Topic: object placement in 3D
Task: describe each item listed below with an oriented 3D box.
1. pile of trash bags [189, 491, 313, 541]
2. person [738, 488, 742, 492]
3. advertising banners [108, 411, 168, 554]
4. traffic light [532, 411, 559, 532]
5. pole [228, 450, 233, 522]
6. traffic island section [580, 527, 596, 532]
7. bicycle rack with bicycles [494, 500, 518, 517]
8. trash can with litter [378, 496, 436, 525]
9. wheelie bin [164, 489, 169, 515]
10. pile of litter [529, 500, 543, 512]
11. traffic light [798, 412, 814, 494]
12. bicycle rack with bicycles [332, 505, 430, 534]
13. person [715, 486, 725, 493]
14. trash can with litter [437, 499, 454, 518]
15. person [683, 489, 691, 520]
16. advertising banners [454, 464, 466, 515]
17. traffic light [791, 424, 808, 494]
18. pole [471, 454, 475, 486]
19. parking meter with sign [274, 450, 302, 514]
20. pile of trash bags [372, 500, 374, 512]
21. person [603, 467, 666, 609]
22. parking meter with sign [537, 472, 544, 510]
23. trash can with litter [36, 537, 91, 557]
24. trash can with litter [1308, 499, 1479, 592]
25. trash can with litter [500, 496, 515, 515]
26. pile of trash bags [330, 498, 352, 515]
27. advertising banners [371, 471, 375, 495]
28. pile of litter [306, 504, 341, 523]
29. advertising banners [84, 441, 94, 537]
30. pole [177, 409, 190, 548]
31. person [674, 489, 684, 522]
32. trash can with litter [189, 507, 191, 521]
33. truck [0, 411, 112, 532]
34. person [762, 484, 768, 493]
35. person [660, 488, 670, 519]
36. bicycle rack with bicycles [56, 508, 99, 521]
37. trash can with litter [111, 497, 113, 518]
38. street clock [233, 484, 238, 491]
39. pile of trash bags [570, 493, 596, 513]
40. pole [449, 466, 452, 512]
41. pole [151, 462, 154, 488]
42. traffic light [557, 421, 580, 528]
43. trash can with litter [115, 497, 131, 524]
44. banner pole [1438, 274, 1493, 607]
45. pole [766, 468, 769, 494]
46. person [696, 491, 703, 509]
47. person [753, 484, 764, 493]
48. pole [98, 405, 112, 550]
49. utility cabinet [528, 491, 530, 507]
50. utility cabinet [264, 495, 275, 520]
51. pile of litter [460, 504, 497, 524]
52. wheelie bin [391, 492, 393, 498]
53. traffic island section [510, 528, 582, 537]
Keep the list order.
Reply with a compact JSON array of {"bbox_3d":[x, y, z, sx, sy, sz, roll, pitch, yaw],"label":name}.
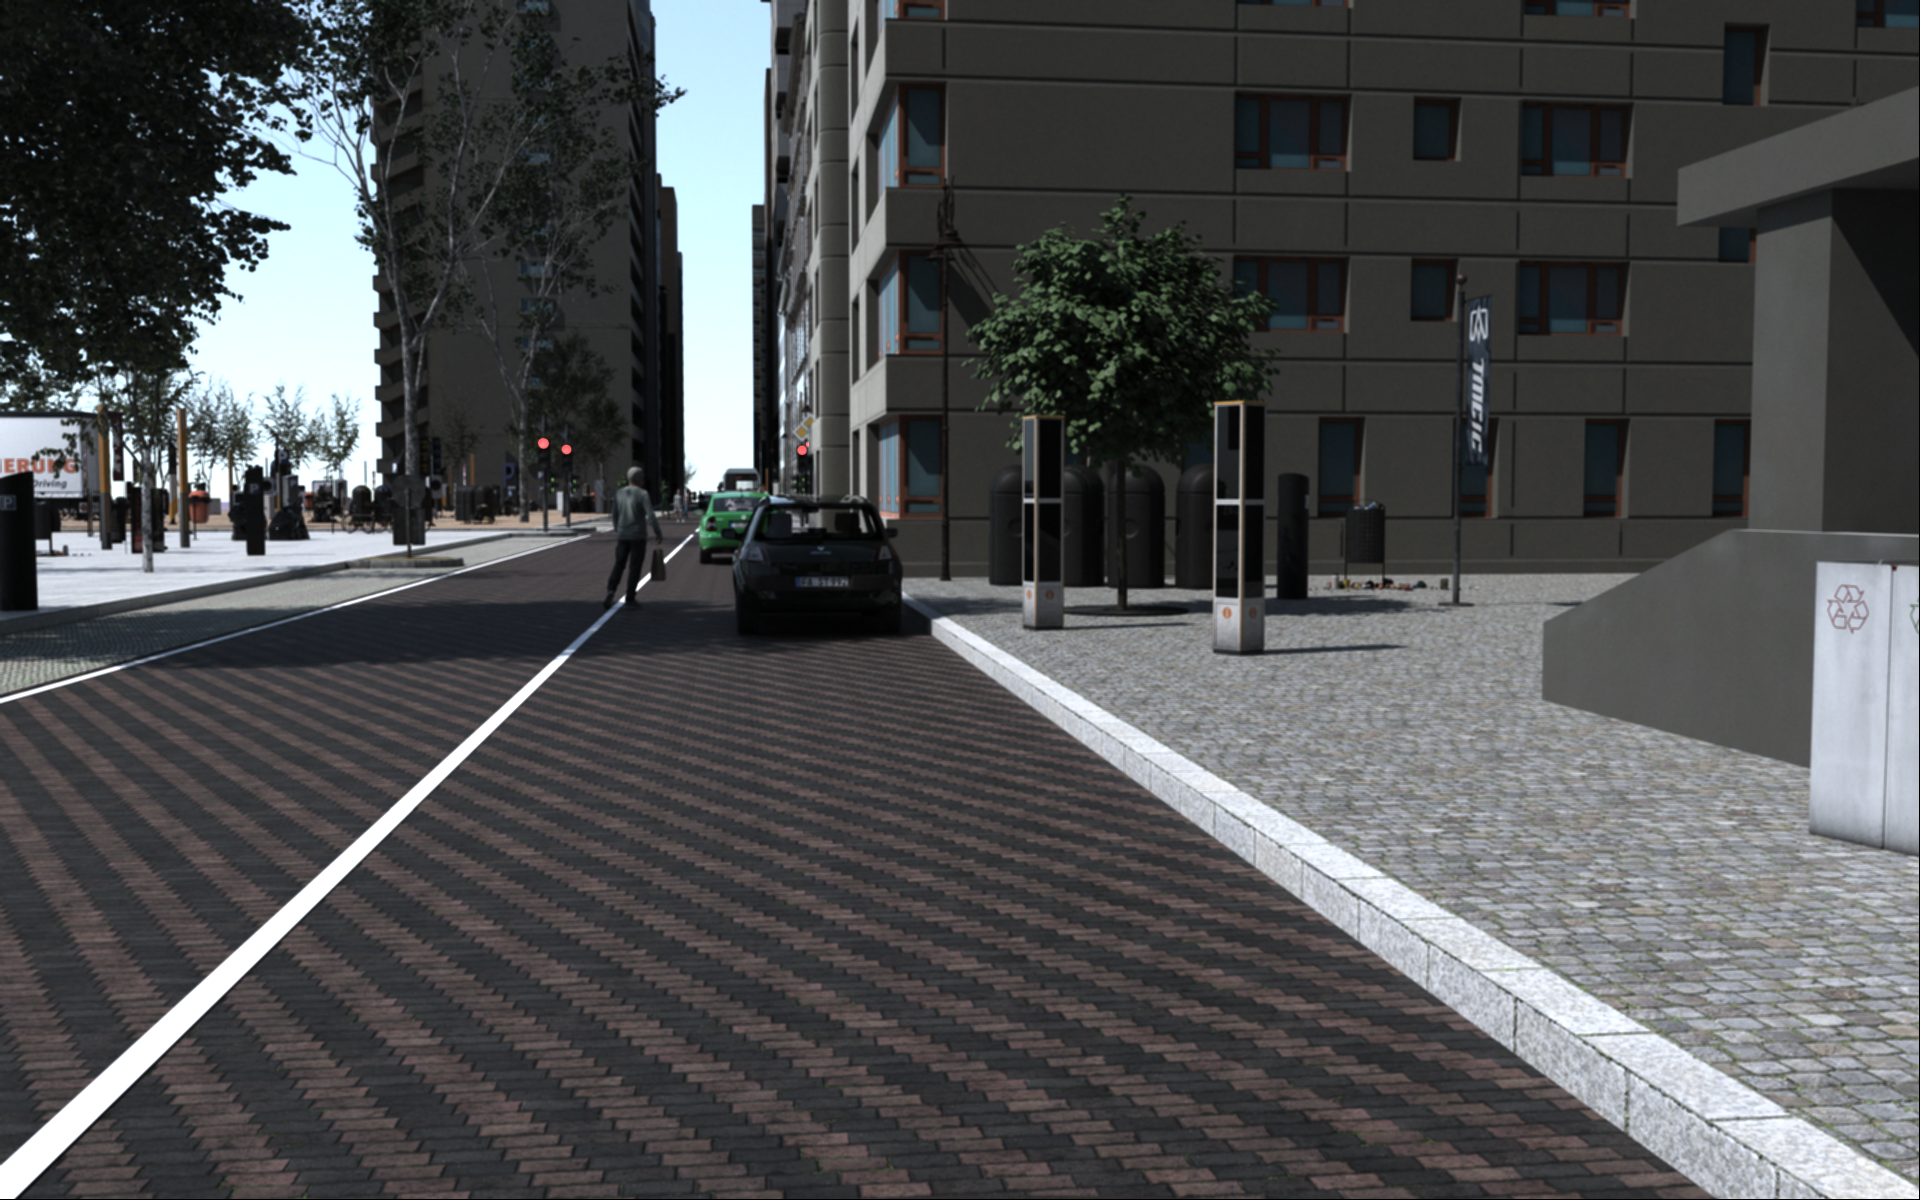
[{"bbox_3d":[-19.954,-2.367,48.451,3.447,1.369,1.912,0,4,6],"label":"pile of trash bags"},{"bbox_3d":[-12.743,-5.607,100.533,0.624,1.780,0.694,2,4,32],"label":"person"},{"bbox_3d":[-17.796,-2.525,37.479,0.090,3.025,2.074,0,4,6],"label":"advertising banners"},{"bbox_3d":[-13.985,-4.250,58.416,0.839,4.253,0.868,0,4,-7],"label":"traffic light"},{"bbox_3d":[-33.392,-5.228,79.326,0.158,3.312,0.155,0,3,0],"label":"pole"},{"bbox_3d":[-15.051,-2.702,66.465,2.009,0.180,2.903,0,4,-7],"label":"traffic island section"},{"bbox_3d":[-26.636,-5.184,98.135,2.852,0.926,2.925,-2,4,-34],"label":"bicycle rack with bicycles"},{"bbox_3d":[-23.308,-3.747,72.324,2.233,1.210,1.678,-2,4,-32],"label":"trash can with litter"},{"bbox_3d":[-48.974,-6.029,106.475,0.693,1.594,0.980,2,4,35],"label":"wheelie bin"},{"bbox_3d":[-30.733,-6.824,125.542,1.176,0.858,1.719,0,4,1],"label":"pile of litter"},{"bbox_3d":[-5.149,-4.321,59.572,0.839,4.253,0.868,0,4,-7],"label":"traffic light"},{"bbox_3d":[-19.256,-2.654,56.767,2.925,0.926,2.852,2,4,27],"label":"bicycle rack with bicycles"},{"bbox_3d":[-11.712,-4.706,85.244,0.655,1.846,0.447,-3,4,-39],"label":"person"},{"bbox_3d":[-27.784,-5.039,93.439,1.678,1.210,2.233,1,4,23],"label":"trash can with litter"},{"bbox_3d":[-15.402,-5.392,97.493,0.643,1.720,0.563,-2,4,-24],"label":"person"},{"bbox_3d":[-29.302,-6.446,101.583,0.090,3.025,2.074,-2,4,-35],"label":"advertising banners"},{"bbox_3d":[-6.175,-4.806,67.491,0.839,4.253,0.868,0,4,-7],"label":"traffic light"},{"bbox_3d":[-24.769,-5.764,88.080,0.158,3.312,0.155,0,3,0],"label":"pole"},{"bbox_3d":[-26.549,-4.426,68.622,0.543,3.016,1.738,-3,5,-41],"label":"parking meter with sign"},{"bbox_3d":[-44.215,-7.217,127.744,3.447,1.369,1.912,0,4,6],"label":"pile of trash bags"},{"bbox_3d":[-4.039,-0.774,21.633,0.782,1.767,0.515,1,4,22],"label":"person"},{"bbox_3d":[-32.354,-8.415,133.851,0.543,3.016,1.738,-1,4,-14],"label":"parking meter with sign"},{"bbox_3d":[-19.362,-1.510,35.749,2.233,1.210,1.678,0,4,0],"label":"trash can with litter"},{"bbox_3d":[5.863,-0.752,23.357,2.233,1.210,1.678,1,4,13],"label":"trash can with litter"},{"bbox_3d":[-27.397,-5.684,104.313,0.624,1.170,1.055,3,4,37],"label":"trash can with litter"},{"bbox_3d":[-36.781,-5.633,101.848,3.447,1.369,1.912,0,4,-5],"label":"pile of trash bags"},{"bbox_3d":[-44.673,-8.251,131.087,0.090,3.025,2.074,-3,5,-41],"label":"advertising banners"},{"bbox_3d":[-28.524,-3.873,77.289,1.719,0.858,1.176,1,4,22],"label":"pile of litter"},{"bbox_3d":[-26.238,-3.421,52.125,0.090,3.025,2.074,-1,4,-22],"label":"advertising banners"},{"bbox_3d":[-18.596,-2.913,41.469,0.158,3.312,0.155,0,3,0],"label":"pole"},{"bbox_3d":[-14.372,-4.833,88.528,0.512,1.701,0.522,-1,4,-20],"label":"person"},{"bbox_3d":[-36.640,-4.362,82.702,1.055,1.170,0.624,-1,4,-11],"label":"trash can with litter"},{"bbox_3d":[-35.309,-4.298,59.183,11.283,4.237,2.839,0,4,-5],"label":"truck"},{"bbox_3d":[-8.197,-3.883,72.085,0.679,1.850,0.850,3,4,37],"label":"person"},{"bbox_3d":[-16.805,-5.502,98.710,0.529,1.795,0.600,1,4,9],"label":"person"},{"bbox_3d":[-43.114,-4.303,83.730,2.925,0.926,2.852,-1,4,-19],"label":"bicycle rack with bicycles"},{"bbox_3d":[-49.375,-5.386,99.125,1.678,1.210,2.233,0,4,2],"label":"trash can with litter"},{"bbox_3d":[-54.319,-7.662,129.845,0.471,2.002,0.358,0,4,-4],"label":"street clock"},{"bbox_3d":[-25.691,-6.647,118.426,1.912,1.369,3.447,1,4,14],"label":"pile of trash bags"},{"bbox_3d":[-36.770,-8.024,125.036,0.158,3.312,0.155,0,3,0],"label":"pole"},{"bbox_3d":[-51.412,-7.122,110.287,0.158,3.312,0.155,0,3,0],"label":"pole"},{"bbox_3d":[-15.010,-4.735,66.335,0.839,4.253,0.868,0,4,-7],"label":"traffic light"},{"bbox_3d":[-36.337,-3.919,75.467,1.055,1.170,0.624,3,5,41],"label":"trash can with litter"},{"bbox_3d":[5.757,-1.807,19.568,0.401,3.779,0.863,-1,4,-14],"label":"banner pole"},{"bbox_3d":[-15.284,-8.783,137.444,0.158,3.312,0.155,0,3,0],"label":"pole"},{"bbox_3d":[-25.809,-9.930,171.382,0.750,1.759,0.617,-2,4,-34],"label":"person"},{"bbox_3d":[-8.029,-3.709,69.113,0.622,1.834,0.822,-3,5,-44],"label":"person"},{"bbox_3d":[-19.718,-2.819,39.933,0.158,3.312,0.155,0,3,0],"label":"pole"},{"bbox_3d":[-35.179,-7.986,139.257,1.173,1.500,0.318,1,4,16],"label":"utility cabinet"},{"bbox_3d":[-34.765,-4.631,86.882,1.020,1.237,0.306,3,5,40],"label":"utility cabinet"},{"bbox_3d":[-20.436,-3.668,73.942,1.719,0.858,1.176,1,4,16],"label":"pile of litter"},{"bbox_3d":[-45.346,-7.911,137.249,0.980,1.594,0.693,3,5,43],"label":"wheelie bin"},{"bbox_3d":[-14.026,-2.218,58.546,2.009,0.180,2.903,0,4,-7],"label":"traffic island section"}]
